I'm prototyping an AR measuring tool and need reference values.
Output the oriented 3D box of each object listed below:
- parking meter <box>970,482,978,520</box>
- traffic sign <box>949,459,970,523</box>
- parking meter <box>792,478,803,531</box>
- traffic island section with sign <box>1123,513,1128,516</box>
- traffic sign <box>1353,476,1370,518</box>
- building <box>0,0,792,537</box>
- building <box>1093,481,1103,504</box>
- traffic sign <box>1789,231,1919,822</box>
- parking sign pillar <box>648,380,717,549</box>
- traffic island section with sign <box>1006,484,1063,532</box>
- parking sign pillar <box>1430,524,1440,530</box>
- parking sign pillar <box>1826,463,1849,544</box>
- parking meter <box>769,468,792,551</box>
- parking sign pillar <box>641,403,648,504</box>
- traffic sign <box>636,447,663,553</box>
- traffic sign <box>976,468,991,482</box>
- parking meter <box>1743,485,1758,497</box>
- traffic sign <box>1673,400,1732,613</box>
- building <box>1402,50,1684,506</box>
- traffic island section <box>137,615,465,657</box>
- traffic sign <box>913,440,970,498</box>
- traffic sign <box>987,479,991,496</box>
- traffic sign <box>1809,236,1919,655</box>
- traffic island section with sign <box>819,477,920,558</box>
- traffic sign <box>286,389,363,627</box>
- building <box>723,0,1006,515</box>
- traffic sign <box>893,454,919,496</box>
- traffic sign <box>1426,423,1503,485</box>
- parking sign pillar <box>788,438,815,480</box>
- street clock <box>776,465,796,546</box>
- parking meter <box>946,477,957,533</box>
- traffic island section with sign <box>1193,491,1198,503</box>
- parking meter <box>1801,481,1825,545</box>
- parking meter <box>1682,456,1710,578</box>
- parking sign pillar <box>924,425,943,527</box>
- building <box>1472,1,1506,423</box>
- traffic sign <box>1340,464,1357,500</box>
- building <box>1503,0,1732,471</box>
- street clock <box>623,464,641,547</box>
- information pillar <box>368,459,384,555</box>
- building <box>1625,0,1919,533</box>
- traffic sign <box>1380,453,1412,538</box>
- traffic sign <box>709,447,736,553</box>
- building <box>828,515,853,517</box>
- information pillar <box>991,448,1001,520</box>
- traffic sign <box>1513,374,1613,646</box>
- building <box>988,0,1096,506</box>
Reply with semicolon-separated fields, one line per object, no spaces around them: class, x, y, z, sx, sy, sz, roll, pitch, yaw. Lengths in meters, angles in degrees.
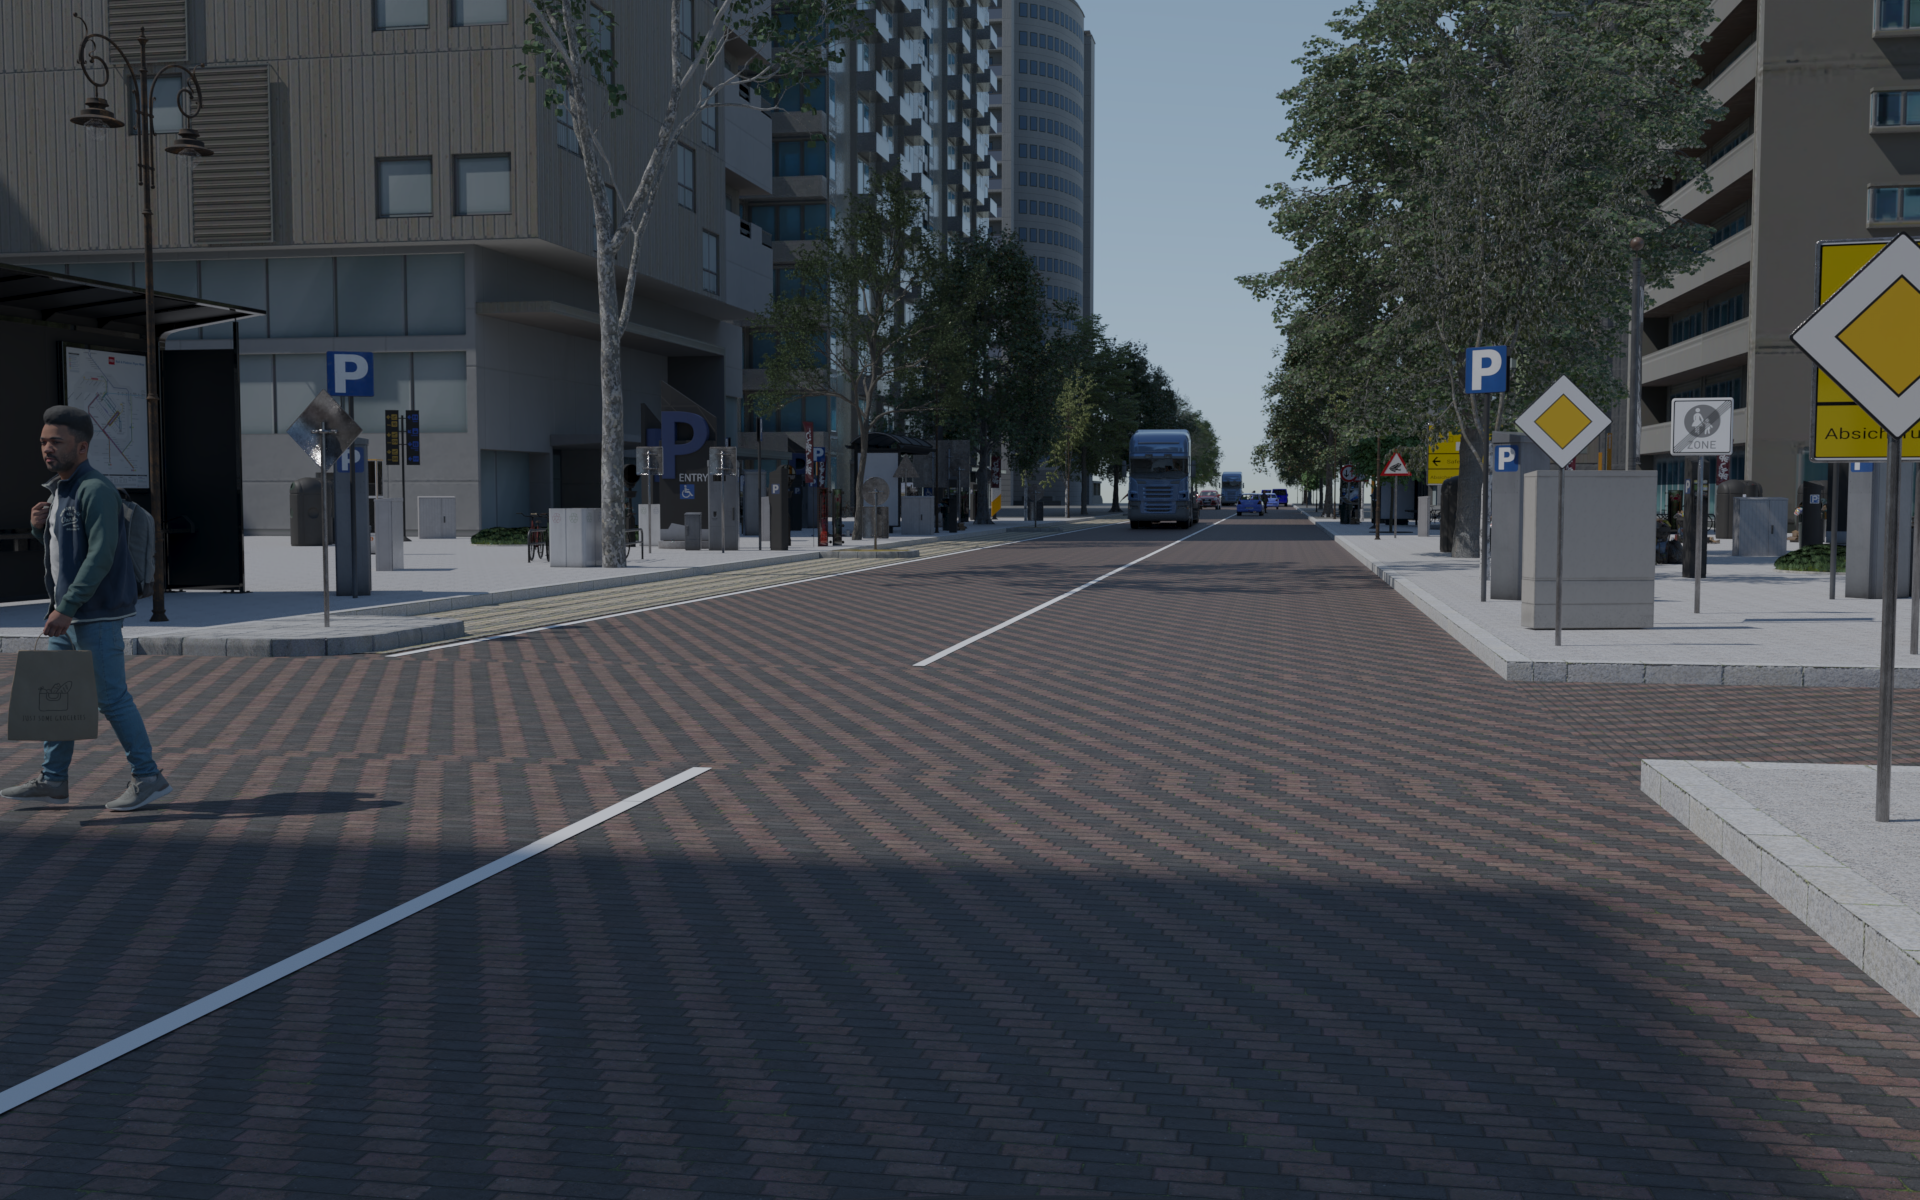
parking meter;0.682;-4.876;85.441;0.255;1.863;0.399;-2;4;-27
traffic sign;-0.028;-3.795;62.149;0.768;2.556;0.104;1;4;11
parking meter;-5.715;-3.349;60.465;0.399;1.863;0.255;-2;4;-28
traffic island section with sign;11.851;-6.485;114.652;1.989;1.847;2.006;1;4;10
traffic sign;17.282;-4.588;75.016;0.884;2.594;0.081;1;4;17
building;-23.006;-29.037;63.991;28.713;52.752;27.495;1;4;10
building;2.152;-32.800;228.165;32.217;40.220;23.993;1;4;10
traffic sign;3.613;-0.189;6.725;0.795;2.450;0.064;1;4;10
parking sign pillar;-6.415;-3.206;40.897;1.447;3.967;1.447;0;4;3
traffic island section with sign;2.872;-3.494;65.751;1.989;1.847;2.006;1;4;10
parking sign pillar;17.693;-4.531;62.552;1.447;3.967;1.447;1;4;10
parking sign pillar;19.823;-3.032;38.041;1.447;3.967;1.447;-3;5;-43
parking meter;-4.114;-2.053;39.275;0.399;1.863;0.255;2;4;31
parking sign pillar;-8.989;-3.877;51.866;1.447;3.967;1.447;2;4;26
traffic sign;-6.699;-2.156;37.376;0.606;2.300;0.079;1;4;12
traffic sign;1.091;-4.911;80.407;0.768;2.556;0.104;1;4;16
parking meter;21.863;-2.418;47.943;0.372;1.533;0.369;0;3;0
traffic sign;7.921;-1.004;18.547;0.606;2.300;0.079;1;4;17
building;66.436;-37.500;202.365;28.713;52.752;27.495;1;4;10
traffic island section;-6.126;0.341;16.706;2.009;0.180;2.903;1;4;10
traffic sign;-0.719;-4.373;65.376;2.265;3.308;0.079;1;4;18
traffic sign;1.377;-5.368;87.865;0.768;2.556;0.104;1;4;13
traffic sign;7.939;-1.210;13.651;2.265;3.308;0.079;1;4;18
traffic island section with sign;-1.980;-1.872;39.235;1.989;1.847;2.006;1;4;10
traffic sign;-6.101;-0.795;16.640;0.795;2.450;0.064;1;4;10
building;-9.299;-31.791;139.390;23.786;49.044;30.456;1;4;10
traffic sign;-1.747;-3.415;55.838;0.884;2.594;0.081;1;4;13
traffic sign;14.608;-3.426;49.890;2.265;3.308;0.079;1;4;13
parking sign pillar;-7.513;-5.730;82.159;1.447;3.967;1.447;0;4;-5
street clock;-4.296;-2.334;42.737;0.471;2.002;0.358;-2;4;-32
parking meter;-0.225;-3.161;57.395;0.255;1.863;0.399;0;4;3
traffic island section with sign;26.592;-11.404;195.082;1.989;1.847;2.006;1;4;10
parking meter;16.106;-1.486;32.706;0.372;1.533;0.369;0;3;0
parking meter;11.250;-1.270;26.481;0.255;1.863;0.399;0;4;3
parking sign pillar;-1.032;-4.809;67.100;1.447;3.967;1.447;1;4;16
building;51.440;-31.349;132.169;23.786;49.044;30.456;1;4;10
traffic sign;16.692;-4.541;74.344;0.768;2.556;0.104;1;4;13
building;42.003;-26.170;111.476;14.154;41.232;14.086;1;4;10
street clock;-7.964;-2.279;41.834;0.471;2.002;0.358;-3;4;-36
information pillar;-12.412;-1.969;36.690;0.304;2.012;0.304;0;4;8
building;38.288;-26.914;63.739;21.300;48.544;21.600;1;4;10
traffic sign;12.625;-3.068;50.166;0.884;2.594;0.081;1;4;20
traffic sign;-5.143;-2.167;37.567;0.606;2.300;0.079;1;4;11
building;-14.292;-29.949;109.267;23.786;49.044;30.456;1;4;10
information pillar;1.806;-5.831;86.688;0.504;3.616;0.183;-1;4;-12
traffic sign;5.054;-0.669;14.580;0.795;2.450;0.064;1;4;10
building;3.588;-40.293;200.789;21.231;58.520;28.212;1;4;10
